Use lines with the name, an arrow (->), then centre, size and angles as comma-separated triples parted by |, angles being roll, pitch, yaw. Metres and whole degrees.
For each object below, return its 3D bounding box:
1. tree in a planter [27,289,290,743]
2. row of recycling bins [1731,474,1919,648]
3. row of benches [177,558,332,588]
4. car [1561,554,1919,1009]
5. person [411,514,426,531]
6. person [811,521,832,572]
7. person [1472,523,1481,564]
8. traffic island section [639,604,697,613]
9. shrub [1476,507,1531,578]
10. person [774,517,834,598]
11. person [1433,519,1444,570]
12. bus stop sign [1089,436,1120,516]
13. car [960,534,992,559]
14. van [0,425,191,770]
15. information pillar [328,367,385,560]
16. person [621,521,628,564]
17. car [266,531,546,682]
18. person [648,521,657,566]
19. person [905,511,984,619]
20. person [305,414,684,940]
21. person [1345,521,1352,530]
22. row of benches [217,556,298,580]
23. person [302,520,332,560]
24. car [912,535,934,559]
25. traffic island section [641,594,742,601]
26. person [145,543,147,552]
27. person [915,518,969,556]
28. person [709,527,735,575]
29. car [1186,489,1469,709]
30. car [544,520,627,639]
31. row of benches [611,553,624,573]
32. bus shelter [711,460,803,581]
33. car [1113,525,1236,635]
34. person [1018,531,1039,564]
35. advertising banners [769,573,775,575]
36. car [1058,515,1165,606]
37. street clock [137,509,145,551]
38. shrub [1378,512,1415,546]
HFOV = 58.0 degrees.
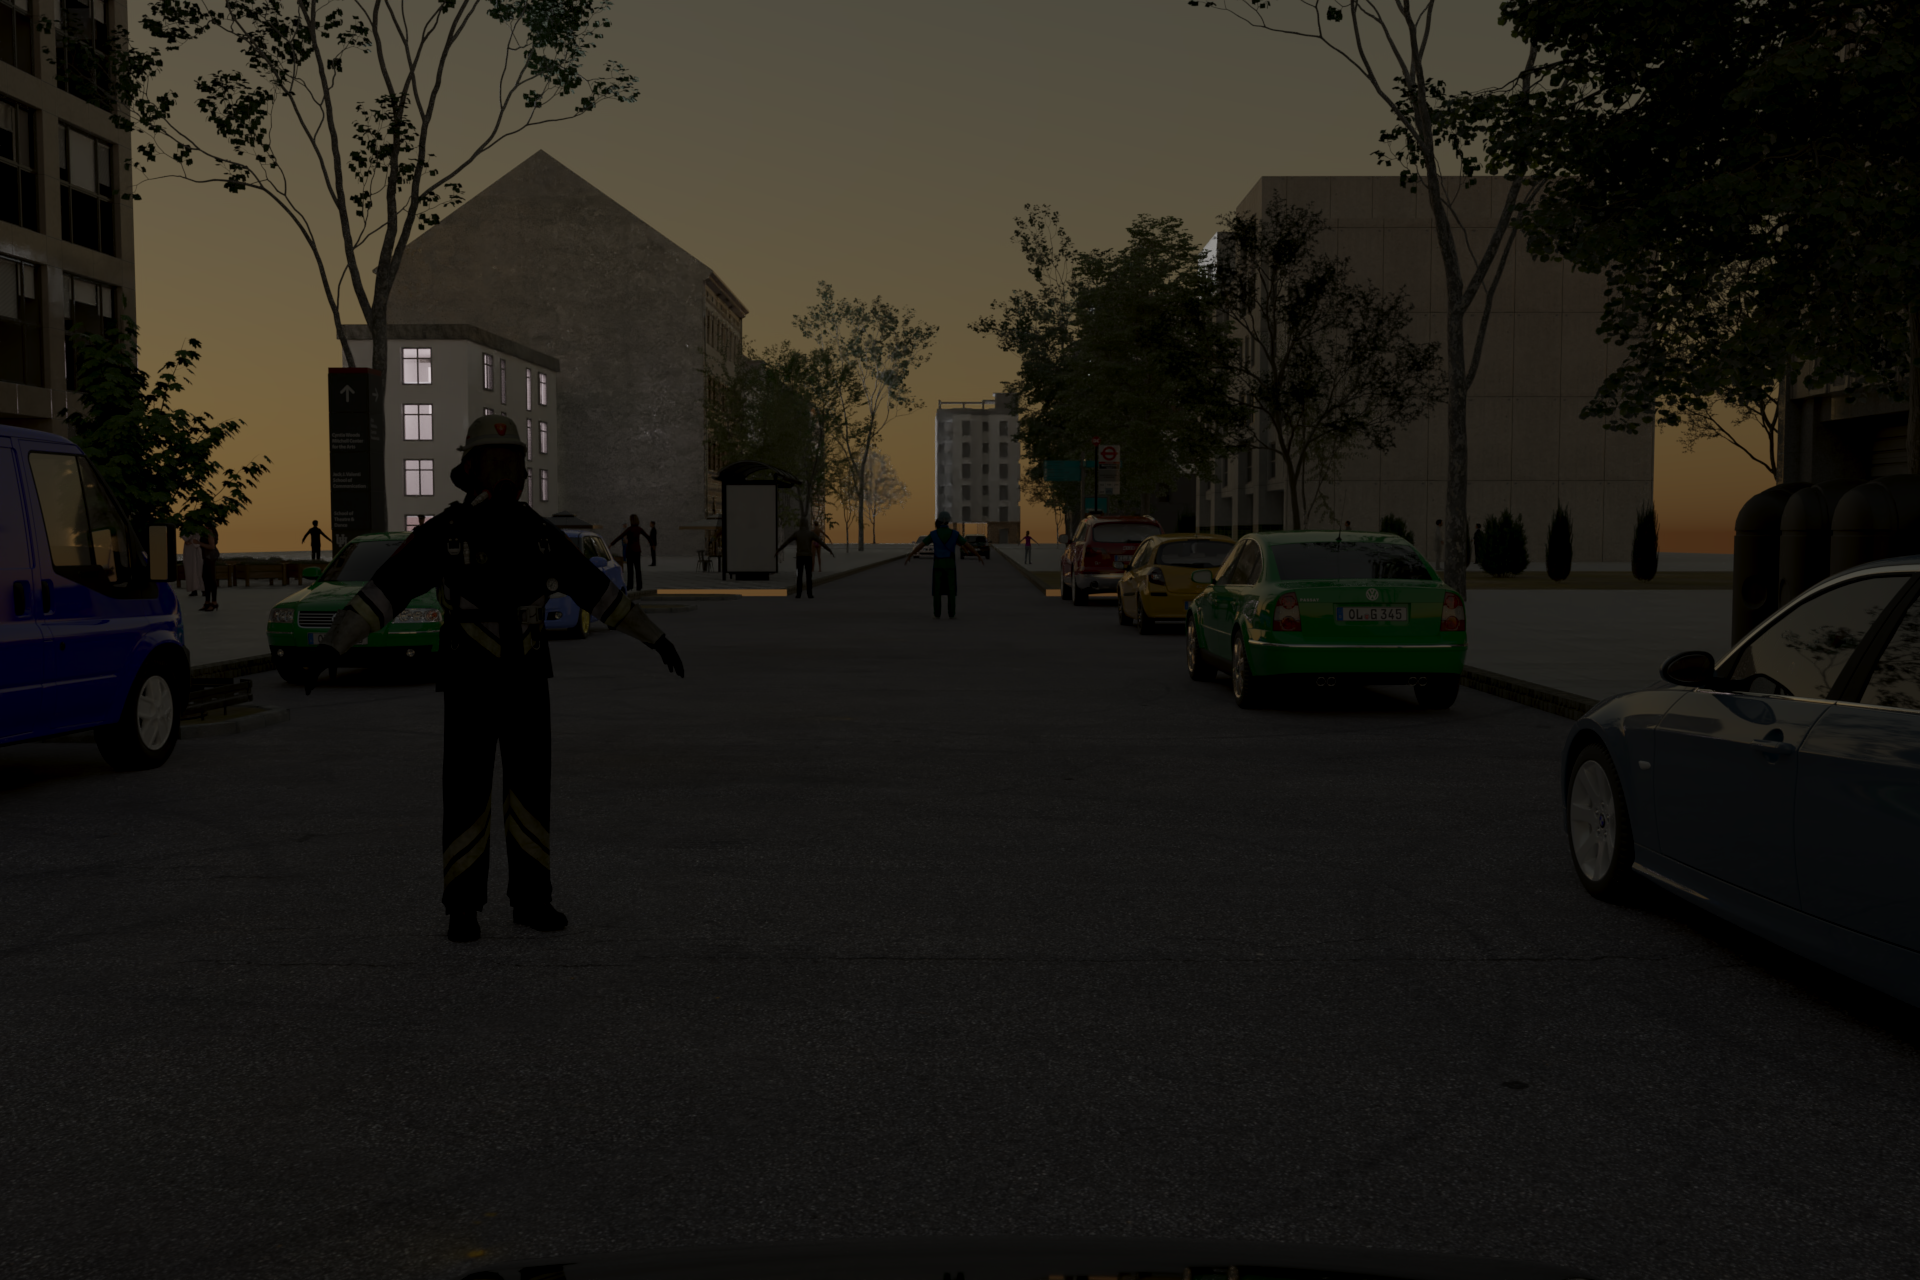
tree in a planter -> -6.159, -0.951, 12.770 | 1.991, 3.239, 1.994 | 0, 4, 1
row of recycling bins -> 6.571, -0.322, 12.376 | 1.069, 1.692, 3.534 | 0, 4, 0
row of benches -> -17.266, -1.676, 42.867 | 1.422, 0.672, 4.104 | 3, 4, 37
car -> 3.349, 0.410, 5.302 | 2.014, 1.417, 4.499 | 0, 4, 0
person -> -15.236, -2.636, 49.027 | 1.347, 1.837, 0.705 | 0, 4, -2
person -> -4.914, -3.187, 58.909 | 1.217, 1.733, 0.721 | -2, 4, -23
person -> 22.152, -4.139, 74.397 | 0.721, 1.740, 1.216 | 2, 4, 31
traffic island section -> -5.984, -0.580, 32.346 | 1.991, 0.108, 1.994 | 0, 4, 1
shrub -> 15.977, -2.867, 50.917 | 1.661, 2.075, 1.752 | 0, 3, 0
person -> -3.478, -1.840, 38.667 | 1.348, 1.813, 0.705 | 0, 4, -4
person -> 17.162, -3.411, 61.951 | 0.705, 1.806, 1.347 | 1, 4, 13
bus stop sign -> 3.942, -3.591, 47.411 | 0.855, 3.939, 0.416 | 0, 4, -1
car -> 0.856, -5.488, 99.511 | 2.009, 1.686, 4.222 | 0, 3, 0
van -> -5.841, -0.271, 8.809 | 2.240, 2.365, 5.245 | 0, 4, 1
information pillar -> -9.474, -2.316, 27.238 | 0.750, 3.857, 0.750 | 0, 4, 1
person -> -14.533, -4.243, 75.228 | 0.705, 1.847, 1.347 | -1, 4, -11
car -> -5.670, -0.573, 18.164 | 1.959, 1.807, 4.718 | 0, 4, 1
person -> -12.269, -3.844, 69.066 | 0.704, 1.802, 1.346 | 0, 4, -4
person -> -0.262, -1.263, 29.235 | 1.347, 1.817, 0.704 | 0, 4, -2
person -> -1.656, 0.124, 6.213 | 1.354, 1.856, 0.705 | -2, 4, -32
person -> 14.709, -3.643, 65.841 | 0.705, 1.796, 1.348 | 3, 4, 36
row of benches -> -20.474, -2.068, 49.269 | 4.104, 0.672, 1.422 | 2, 4, 30
person -> -23.921, -3.559, 64.370 | 1.347, 1.806, 0.705 | 1, 4, 15
car -> -1.805, -5.538, 102.910 | 2.083, 1.381, 4.827 | 0, 4, 1
traffic island section -> -5.856, -0.933, 38.125 | 1.991, 0.108, 1.994 | 0, 3, 0
person -> -20.730, -2.329, 44.213 | 1.346, 1.812, 0.704 | 1, 4, 21
person -> -0.464, -2.118, 43.231 | 1.345, 1.843, 0.704 | 1, 4, 8
person -> -7.323, -2.988, 54.620 | 1.354, 1.858, 0.705 | -2, 4, -30
car -> 3.146, -0.415, 15.580 | 1.959, 1.807, 4.718 | 0, 4, -1
car -> -5.912, -0.926, 24.724 | 1.945, 1.707, 3.694 | 0, 4, 1
row of benches -> -12.860, -2.506, 56.430 | 4.104, 0.672, 1.422 | -2, 4, -31
bus shelter -> -5.781, -3.433, 50.058 | 2.014, 3.302, 5.546 | 0, 3, 0
car -> 3.366, -0.969, 26.072 | 2.015, 1.641, 3.980 | 0, 4, -1
person -> 2.913, -3.937, 73.636 | 0.991, 1.433, 0.599 | 2, 4, 25
advertising banners -> -5.980, -3.609, 55.195 | 0.090, 3.025, 2.074 | 0, 4, 2
car -> 3.243, -1.683, 36.183 | 2.281, 1.827, 5.304 | 0, 4, -1
street clock -> -9.558, -0.958, 20.241 | 0.358, 2.002, 0.471 | 0, 4, 0
shrub -> 14.404, -3.266, 57.826 | 1.690, 2.028, 1.600 | 0, 3, 0
